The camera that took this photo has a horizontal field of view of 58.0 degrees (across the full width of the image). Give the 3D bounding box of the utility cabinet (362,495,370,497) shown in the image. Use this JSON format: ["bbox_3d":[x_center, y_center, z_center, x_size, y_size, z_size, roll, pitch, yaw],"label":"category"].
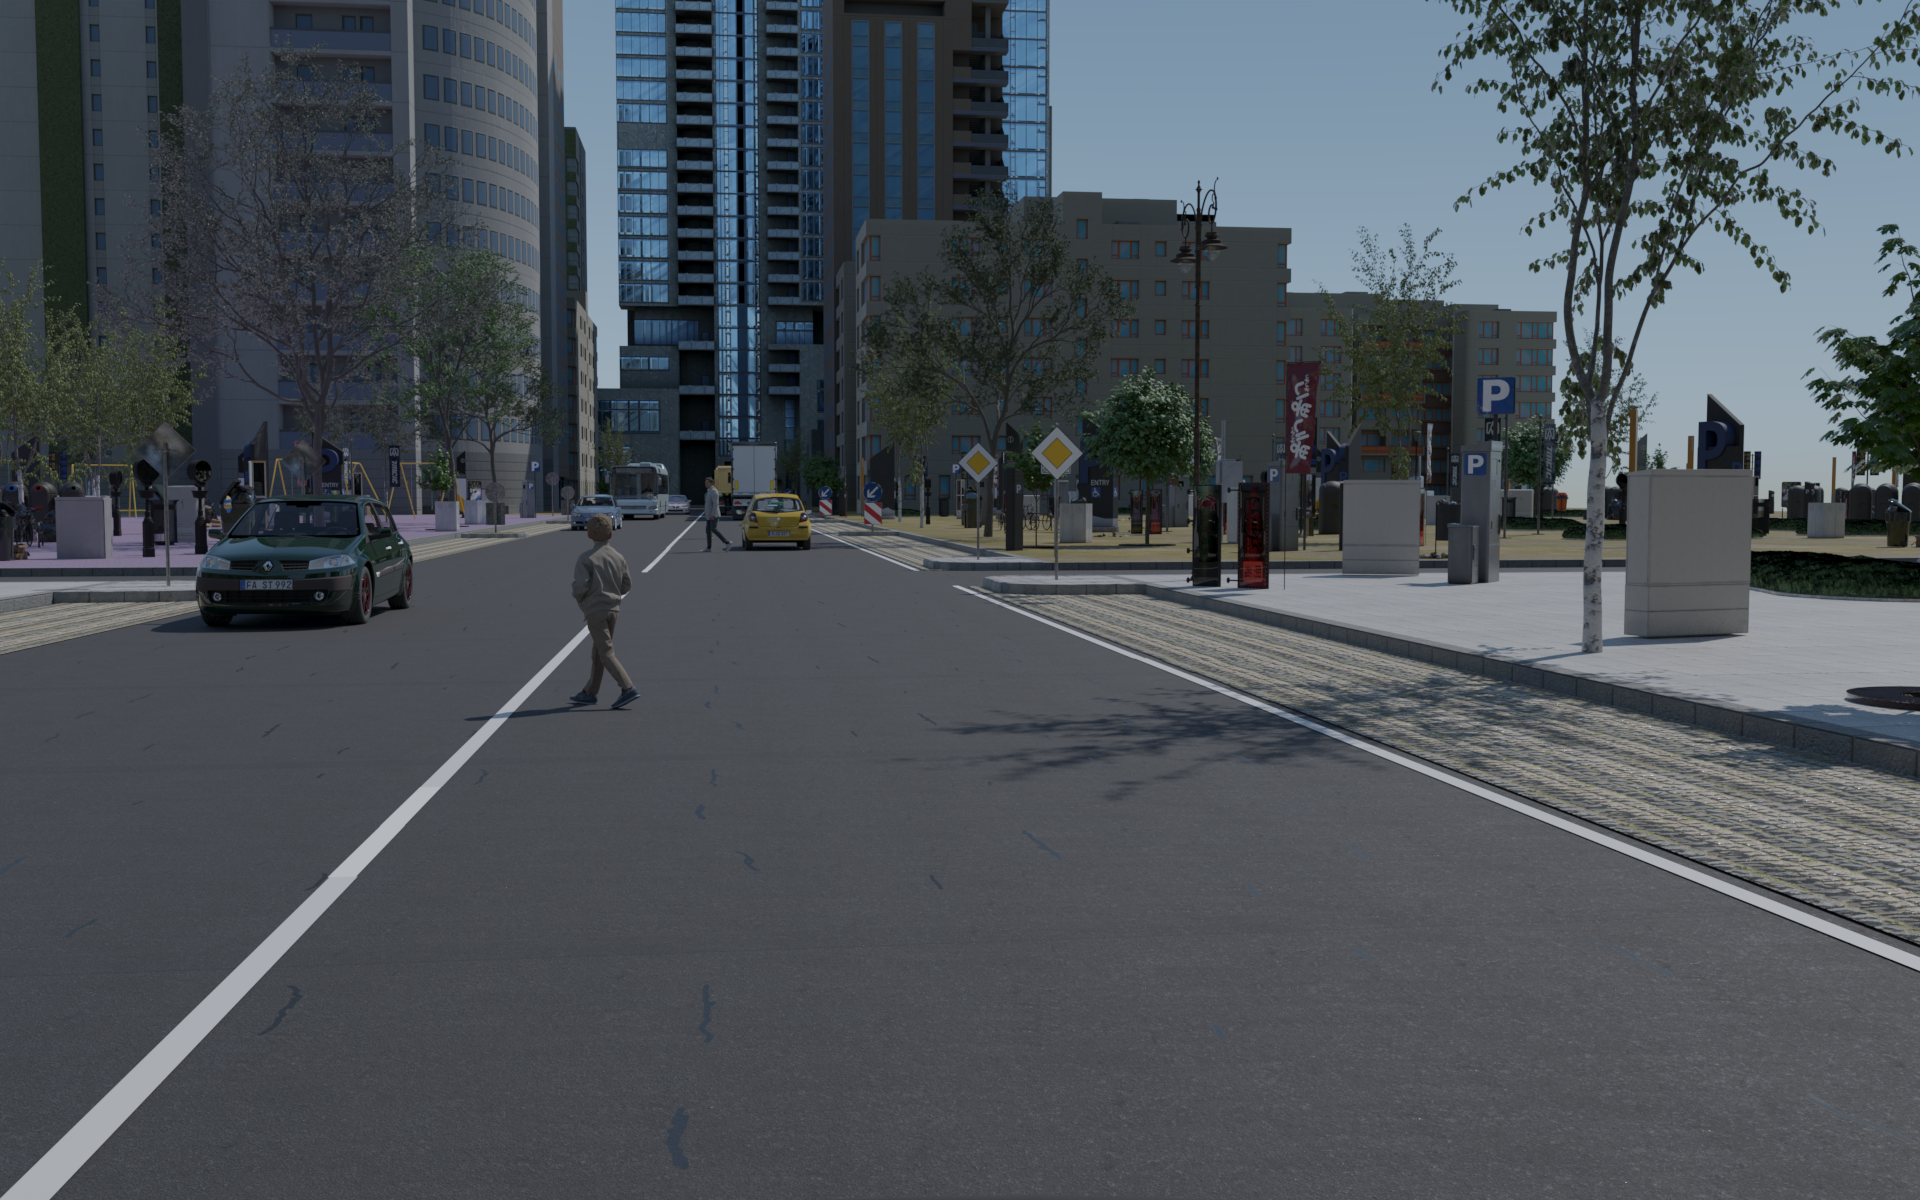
[{"bbox_3d":[-35.961,-5.689,104.177,1.020,1.237,0.306,2,4,26],"label":"utility cabinet"}]

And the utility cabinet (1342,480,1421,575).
[{"bbox_3d":[6.642,-1.139,27.305,1.173,1.500,0.318,1,4,15],"label":"utility cabinet"}]

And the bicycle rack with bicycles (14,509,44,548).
[{"bbox_3d":[-23.207,-1.722,41.532,2.852,0.926,2.925,-2,4,-24],"label":"bicycle rack with bicycles"}]

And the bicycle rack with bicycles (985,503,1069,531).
[{"bbox_3d":[2.118,-2.922,61.153,2.852,0.926,2.925,-1,4,-20],"label":"bicycle rack with bicycles"}]

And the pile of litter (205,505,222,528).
[{"bbox_3d":[-28.919,-3.218,66.576,1.719,0.858,1.176,-1,4,-18],"label":"pile of litter"}]

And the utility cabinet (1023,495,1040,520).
[{"bbox_3d":[3.408,-4.537,85.345,1.020,1.237,0.306,0,4,-1],"label":"utility cabinet"}]

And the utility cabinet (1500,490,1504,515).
[{"bbox_3d":[27.003,-4.816,87.421,1.173,1.500,0.318,-1,4,-23],"label":"utility cabinet"}]

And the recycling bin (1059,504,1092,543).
[{"bbox_3d":[3.057,-2.026,45.678,0.722,1.027,0.722,1,4,19],"label":"recycling bin"}]

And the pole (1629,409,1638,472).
[{"bbox_3d":[16.211,-2.930,41.746,0.158,3.312,0.155,0,3,0],"label":"pole"}]

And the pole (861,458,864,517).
[{"bbox_3d":[-5.516,-6.367,97.942,0.158,3.312,0.155,0,3,0],"label":"pole"}]

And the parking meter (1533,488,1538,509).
[{"bbox_3d":[33.444,-5.803,100.582,0.399,1.863,0.255,3,5,39],"label":"parking meter"}]

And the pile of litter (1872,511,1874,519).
[{"bbox_3d":[45.953,-4.500,87.548,1.176,0.858,1.719,0,4,-7],"label":"pile of litter"}]

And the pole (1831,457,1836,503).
[{"bbox_3d":[48.106,-6.210,95.375,0.158,3.312,0.155,0,3,0],"label":"pole"}]

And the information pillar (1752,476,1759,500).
[{"bbox_3d":[32.988,-4.132,72.048,0.304,2.012,0.304,-1,4,-17],"label":"information pillar"}]

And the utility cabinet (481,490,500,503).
[{"bbox_3d":[-27.120,-5.576,99.846,0.318,1.500,1.173,3,5,43],"label":"utility cabinet"}]

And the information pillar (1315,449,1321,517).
[{"bbox_3d":[18.224,-5.886,87.588,0.504,3.616,0.183,1,4,20],"label":"information pillar"}]

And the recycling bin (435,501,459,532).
[{"bbox_3d":[-17.619,-2.872,59.516,0.722,1.027,0.722,-1,4,-9],"label":"recycling bin"}]

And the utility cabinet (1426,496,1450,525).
[{"bbox_3d":[19.807,-3.707,71.774,0.306,1.237,1.020,-2,4,-35],"label":"utility cabinet"}]

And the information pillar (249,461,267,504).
[{"bbox_3d":[-15.617,-2.083,38.545,0.304,2.012,0.304,-2,4,-34],"label":"information pillar"}]

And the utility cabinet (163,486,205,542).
[{"bbox_3d":[-20.480,-2.265,45.712,1.173,1.500,0.318,2,4,26],"label":"utility cabinet"}]

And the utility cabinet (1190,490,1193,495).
[{"bbox_3d":[13.257,-5.715,102.112,1.173,1.500,0.318,3,5,42],"label":"utility cabinet"}]

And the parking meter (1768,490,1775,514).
[{"bbox_3d":[52.425,-6.330,111.913,0.372,1.533,0.369,0,3,0],"label":"parking meter"}]

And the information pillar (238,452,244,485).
[{"bbox_3d":[-36.908,-5.987,89.242,0.504,3.616,0.183,-2,4,-24],"label":"information pillar"}]

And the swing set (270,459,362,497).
[{"bbox_3d":[-28.728,-4.845,76.830,3.119,2.851,2.862,0,4,1],"label":"swing set"}]

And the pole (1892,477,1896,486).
[{"bbox_3d":[37.812,-4.666,70.124,0.158,3.312,0.155,0,3,0],"label":"pole"}]

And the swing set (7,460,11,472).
[{"bbox_3d":[-44.315,-5.035,79.946,3.119,2.851,2.862,0,4,5],"label":"swing set"}]

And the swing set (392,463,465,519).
[{"bbox_3d":[-26.877,-5.453,86.776,3.119,2.851,2.862,1,4,12],"label":"swing set"}]

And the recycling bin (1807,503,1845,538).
[{"bbox_3d":[25.269,-2.322,50.522,0.722,1.027,0.722,-1,4,-14],"label":"recycling bin"}]

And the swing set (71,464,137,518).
[{"bbox_3d":[-45.494,-5.784,92.184,3.119,2.851,2.862,-2,4,-32],"label":"swing set"}]

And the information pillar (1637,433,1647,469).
[{"bbox_3d":[26.255,-4.617,66.842,0.504,3.616,0.183,0,4,0],"label":"information pillar"}]

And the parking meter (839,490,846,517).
[{"bbox_3d":[-6.699,-5.526,98.757,0.372,1.533,0.369,0,3,0],"label":"parking meter"}]

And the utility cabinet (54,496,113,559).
[{"bbox_3d":[-17.424,-1.425,34.462,1.020,1.237,0.306,0,4,5],"label":"utility cabinet"}]

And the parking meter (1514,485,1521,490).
[{"bbox_3d":[34.049,-6.121,105.781,0.399,1.863,0.255,0,4,2],"label":"parking meter"}]

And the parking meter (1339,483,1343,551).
[{"bbox_3d":[8.806,-1.892,39.350,0.372,1.533,0.369,0,3,0],"label":"parking meter"}]

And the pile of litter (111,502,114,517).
[{"bbox_3d":[-46.984,-4.966,95.166,1.176,0.858,1.719,1,4,13],"label":"pile of litter"}]

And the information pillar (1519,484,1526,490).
[{"bbox_3d":[35.725,-7.254,109.956,0.504,3.616,0.183,1,4,16],"label":"information pillar"}]

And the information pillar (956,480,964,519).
[{"bbox_3d":[0.020,-5.140,88.529,0.304,2.012,0.304,2,4,32],"label":"information pillar"}]

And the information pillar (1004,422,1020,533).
[{"bbox_3d":[1.713,-3.989,56.575,0.504,3.616,0.183,-1,4,-20],"label":"information pillar"}]

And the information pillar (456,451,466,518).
[{"bbox_3d":[-26.596,-6.182,92.429,0.504,3.616,0.183,-2,4,-25],"label":"information pillar"}]

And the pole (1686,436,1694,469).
[{"bbox_3d":[25.520,-4.080,60.546,0.158,3.312,0.155,0,3,0],"label":"pole"}]

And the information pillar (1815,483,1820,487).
[{"bbox_3d":[54.959,-6.522,111.128,0.304,2.012,0.304,1,4,9],"label":"information pillar"}]

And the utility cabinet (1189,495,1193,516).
[{"bbox_3d":[13.258,-5.405,99.531,0.306,1.237,1.020,3,4,37],"label":"utility cabinet"}]

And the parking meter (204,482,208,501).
[{"bbox_3d":[-37.718,-4.931,86.335,0.399,1.863,0.255,2,4,30],"label":"parking meter"}]

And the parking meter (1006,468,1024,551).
[{"bbox_3d":[1.237,-2.048,39.201,0.255,1.863,0.399,3,5,40],"label":"parking meter"}]

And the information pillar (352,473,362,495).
[{"bbox_3d":[-20.702,-3.365,59.517,0.304,2.012,0.304,-2,4,-24],"label":"information pillar"}]

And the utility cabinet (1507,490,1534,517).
[{"bbox_3d":[27.501,-4.669,85.015,1.173,1.500,0.318,2,4,33],"label":"utility cabinet"}]

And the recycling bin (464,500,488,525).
[{"bbox_3d":[-20.345,-3.689,72.875,0.722,1.027,0.722,2,4,28],"label":"recycling bin"}]

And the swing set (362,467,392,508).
[{"bbox_3d":[-29.918,-5.357,85.212,2.862,2.851,3.119,0,4,-5],"label":"swing set"}]

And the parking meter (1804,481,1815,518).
[{"bbox_3d":[39.038,-4.520,79.611,0.255,1.863,0.399,-2,4,-26],"label":"parking meter"}]

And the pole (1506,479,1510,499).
[{"bbox_3d":[31.391,-6.442,99.165,0.158,3.312,0.155,0,3,0],"label":"pole"}]

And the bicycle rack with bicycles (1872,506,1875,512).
[{"bbox_3d":[50.327,-5.113,96.977,2.852,0.926,2.925,-1,4,-15],"label":"bicycle rack with bicycles"}]
